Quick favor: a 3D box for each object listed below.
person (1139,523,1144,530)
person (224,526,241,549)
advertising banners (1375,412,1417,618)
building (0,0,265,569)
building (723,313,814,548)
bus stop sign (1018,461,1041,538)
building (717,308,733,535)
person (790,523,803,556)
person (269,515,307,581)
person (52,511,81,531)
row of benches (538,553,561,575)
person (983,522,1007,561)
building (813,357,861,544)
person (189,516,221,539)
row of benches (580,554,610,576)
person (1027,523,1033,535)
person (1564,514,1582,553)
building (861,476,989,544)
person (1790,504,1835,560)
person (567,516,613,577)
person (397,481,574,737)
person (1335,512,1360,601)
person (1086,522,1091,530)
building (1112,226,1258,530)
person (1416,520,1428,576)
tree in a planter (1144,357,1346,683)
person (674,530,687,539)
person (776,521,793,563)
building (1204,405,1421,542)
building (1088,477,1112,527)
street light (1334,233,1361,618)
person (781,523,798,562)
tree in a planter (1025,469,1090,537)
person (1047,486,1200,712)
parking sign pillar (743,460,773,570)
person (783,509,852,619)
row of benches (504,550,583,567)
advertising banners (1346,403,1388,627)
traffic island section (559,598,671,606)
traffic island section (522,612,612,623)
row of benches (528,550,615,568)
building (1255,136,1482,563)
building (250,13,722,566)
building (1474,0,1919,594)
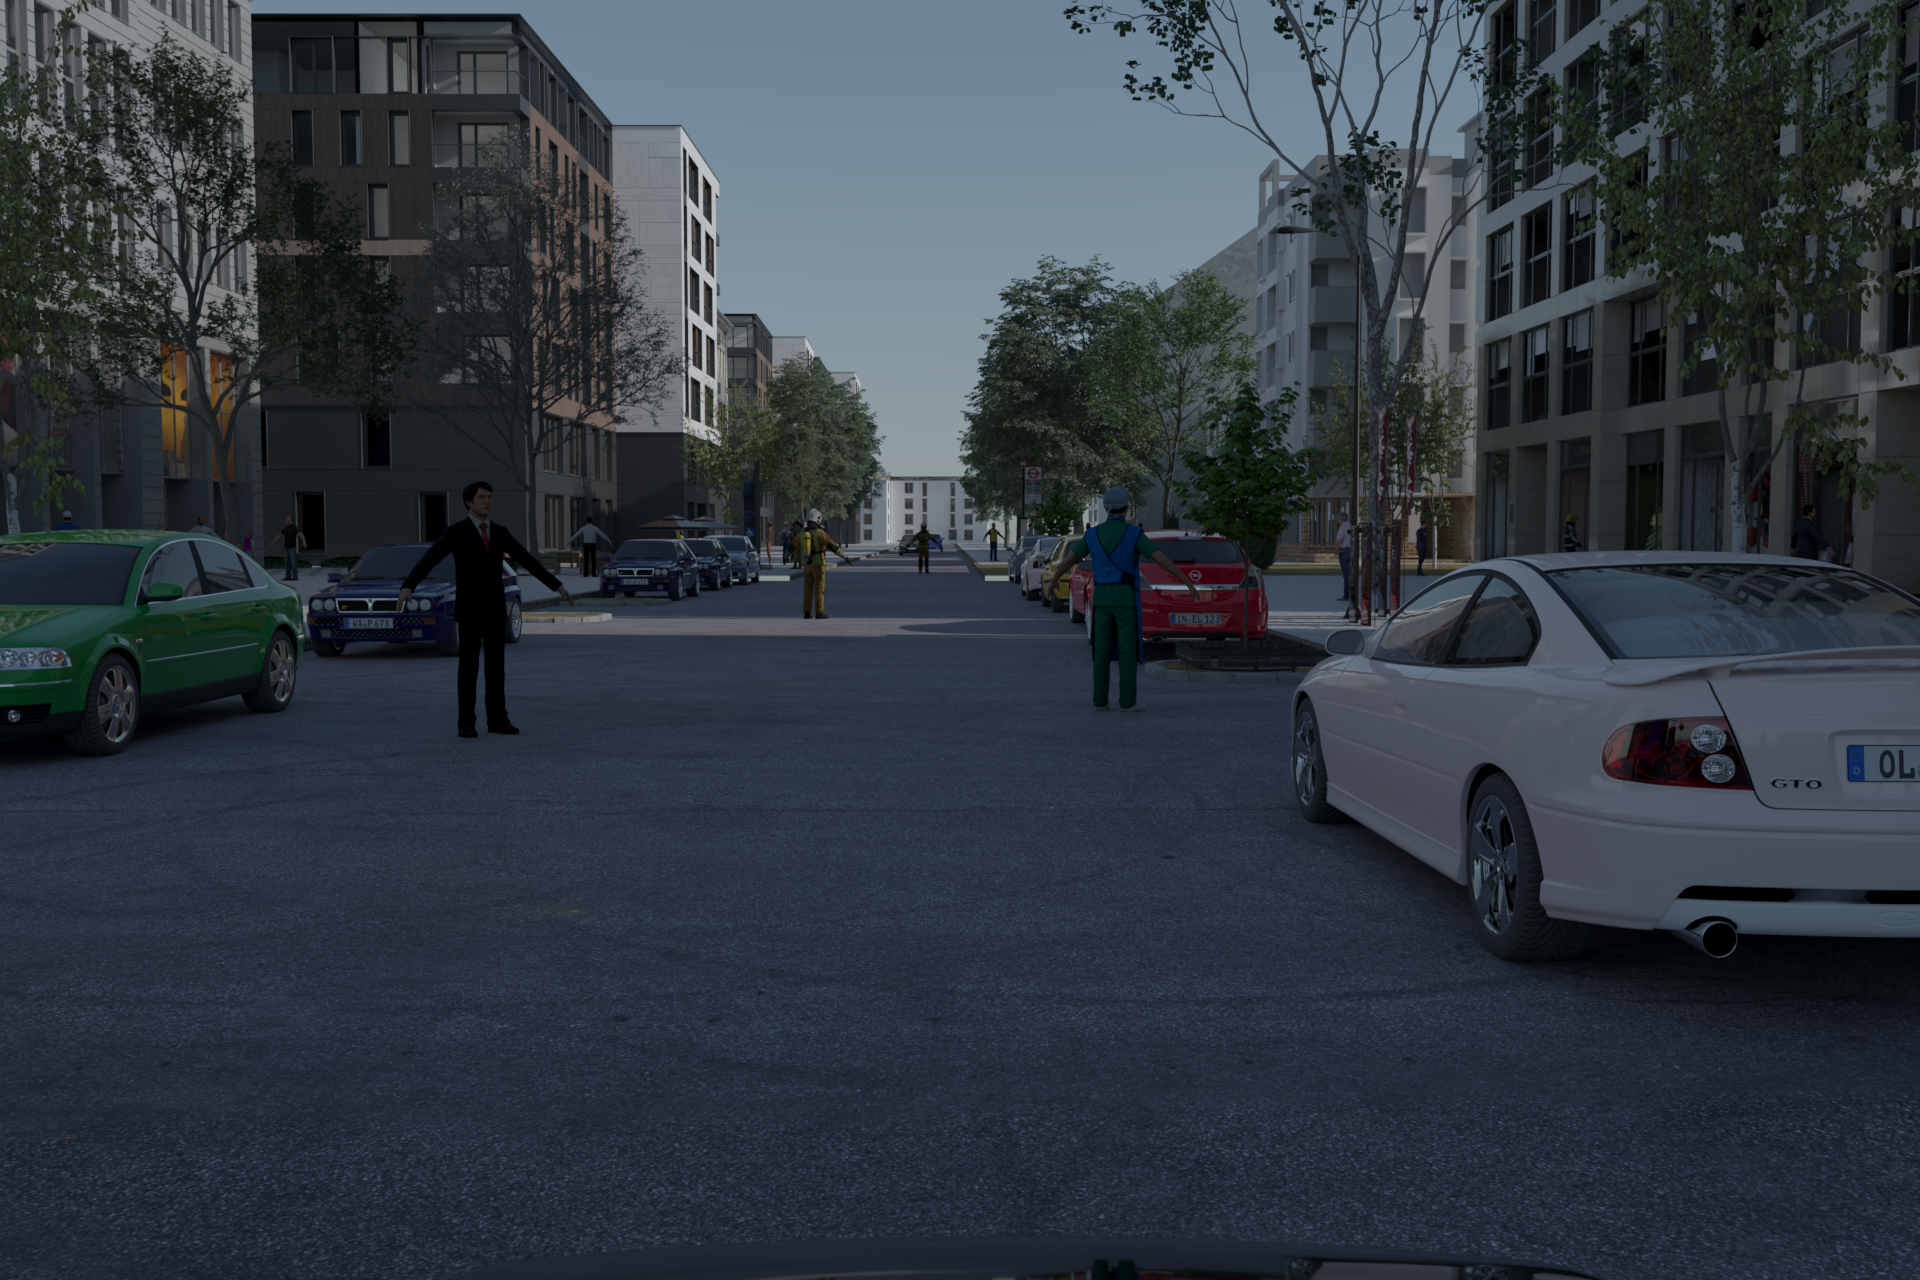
[{"bbox_3d":[8.445,-4.573,80.898,1.346,1.812,0.704,1,4,22],"label":"person"},{"bbox_3d":[-18.736,-2.355,44.618,0.704,1.816,1.345,-2,4,-31],"label":"person"},{"bbox_3d":[6.544,-1.824,26.012,0.090,3.025,2.074,0,4,0],"label":"advertising banners"},{"bbox_3d":[-29.693,-16.361,44.996,11.434,29.767,29.804,0,4,0],"label":"building"},{"bbox_3d":[-29.770,-20.344,176.600,27.936,21.610,32.646,0,4,-1],"label":"building"},{"bbox_3d":[2.519,-4.535,62.854,0.855,3.939,0.416,0,4,-1],"label":"bus stop sign"},{"bbox_3d":[-25.966,-17.473,116.605,19.493,23.208,18.063,0,4,-1],"label":"building"},{"bbox_3d":[-8.198,-5.028,88.345,1.345,1.843,0.704,3,5,42],"label":"person"},{"bbox_3d":[-18.394,-2.526,47.523,1.348,1.803,0.705,2,4,25],"label":"person"},{"bbox_3d":[-21.569,-2.202,41.888,1.347,1.842,0.705,-2,4,-31],"label":"person"},{"bbox_3d":[-13.247,-2.462,55.721,1.422,0.672,4.104,-1,4,-11],"label":"row of benches"},{"bbox_3d":[1.599,-4.624,81.564,1.349,1.833,0.705,-2,4,-33],"label":"person"},{"bbox_3d":[-27.027,-22.742,215.798,27.936,21.610,32.646,0,4,-1],"label":"building"},{"bbox_3d":[-22.594,-2.785,51.618,1.344,1.819,0.704,-3,4,-38],"label":"person"},{"bbox_3d":[-11.330,-2.356,53.975,1.422,0.672,4.104,-1,4,-18],"label":"row of benches"},{"bbox_3d":[3.486,-4.812,84.858,0.705,1.806,1.347,1,4,19],"label":"person"},{"bbox_3d":[17.267,-2.637,48.880,0.704,1.858,1.351,0,4,6],"label":"person"},{"bbox_3d":[-9.925,-18.576,248.322,28.070,9.664,9.099,0,4,5],"label":"building"},{"bbox_3d":[15.414,-1.554,31.464,0.704,1.823,1.345,0,4,-3],"label":"person"},{"bbox_3d":[-11.006,-2.773,51.500,1.344,1.810,0.704,-1,4,-11],"label":"person"},{"bbox_3d":[-3.397,-0.226,12.336,1.347,1.806,0.705,-3,5,-42],"label":"person"},{"bbox_3d":[7.381,-1.610,33.306,0.756,1.711,0.436,-3,4,-36],"label":"person"},{"bbox_3d":[6.270,-4.834,84.823,0.705,1.856,1.354,3,5,39],"label":"person"},{"bbox_3d":[21.502,-18.248,129.276,19.493,23.208,18.063,0,3,0],"label":"building"},{"bbox_3d":[14.132,-2.815,52.995,0.541,1.710,0.530,-3,4,-38],"label":"person"},{"bbox_3d":[2.921,-1.246,17.595,1.991,3.239,1.994,0,4,-1],"label":"tree in a planter"},{"bbox_3d":[-11.970,-4.164,74.537,0.721,1.772,1.216,-3,5,-39],"label":"person"},{"bbox_3d":[-7.699,-4.347,76.928,1.347,1.847,0.705,3,4,36],"label":"person"},{"bbox_3d":[21.544,-10.030,106.131,9.099,9.664,28.070,0,4,0],"label":"building"},{"bbox_3d":[21.314,-16.507,212.031,9.099,9.664,28.070,0,4,-1],"label":"building"},{"bbox_3d":[6.544,-3.283,26.217,1.470,5.913,1.316,0,4,0],"label":"street light"},{"bbox_3d":[-7.491,-4.419,78.473,1.346,1.802,0.704,1,4,12],"label":"person"},{"bbox_3d":[2.698,-3.111,48.080,1.991,3.239,1.994,0,4,-1],"label":"tree in a planter"},{"bbox_3d":[1.283,-0.334,14.040,1.347,1.817,0.704,2,4,29],"label":"person"},{"bbox_3d":[-7.524,-4.541,62.713,1.447,3.967,1.447,0,4,1],"label":"parking sign pillar"},{"bbox_3d":[-2.451,-1.286,29.253,1.354,1.858,0.705,2,4,27],"label":"person"},{"bbox_3d":[-16.825,-3.187,67.571,4.104,0.672,1.422,0,4,0],"label":"row of benches"},{"bbox_3d":[5.698,-1.716,24.247,0.090,3.025,2.074,0,4,0],"label":"advertising banners"},{"bbox_3d":[-6.959,-0.761,35.306,1.991,0.108,1.994,0,4,1],"label":"traffic island section"},{"bbox_3d":[-6.886,-0.367,28.868,1.991,0.108,1.994,0,4,-1],"label":"traffic island section"},{"bbox_3d":[-15.132,-3.065,65.569,4.104,0.672,1.422,1,4,11],"label":"row of benches"},{"bbox_3d":[20.437,-14.213,88.800,16.016,20.090,11.380,0,4,-1],"label":"building"},{"bbox_3d":[-27.817,-14.721,84.671,27.936,21.610,32.646,0,4,0],"label":"building"},{"bbox_3d":[27.658,-14.673,43.097,19.350,26.588,34.151,0,3,0],"label":"building"}]
